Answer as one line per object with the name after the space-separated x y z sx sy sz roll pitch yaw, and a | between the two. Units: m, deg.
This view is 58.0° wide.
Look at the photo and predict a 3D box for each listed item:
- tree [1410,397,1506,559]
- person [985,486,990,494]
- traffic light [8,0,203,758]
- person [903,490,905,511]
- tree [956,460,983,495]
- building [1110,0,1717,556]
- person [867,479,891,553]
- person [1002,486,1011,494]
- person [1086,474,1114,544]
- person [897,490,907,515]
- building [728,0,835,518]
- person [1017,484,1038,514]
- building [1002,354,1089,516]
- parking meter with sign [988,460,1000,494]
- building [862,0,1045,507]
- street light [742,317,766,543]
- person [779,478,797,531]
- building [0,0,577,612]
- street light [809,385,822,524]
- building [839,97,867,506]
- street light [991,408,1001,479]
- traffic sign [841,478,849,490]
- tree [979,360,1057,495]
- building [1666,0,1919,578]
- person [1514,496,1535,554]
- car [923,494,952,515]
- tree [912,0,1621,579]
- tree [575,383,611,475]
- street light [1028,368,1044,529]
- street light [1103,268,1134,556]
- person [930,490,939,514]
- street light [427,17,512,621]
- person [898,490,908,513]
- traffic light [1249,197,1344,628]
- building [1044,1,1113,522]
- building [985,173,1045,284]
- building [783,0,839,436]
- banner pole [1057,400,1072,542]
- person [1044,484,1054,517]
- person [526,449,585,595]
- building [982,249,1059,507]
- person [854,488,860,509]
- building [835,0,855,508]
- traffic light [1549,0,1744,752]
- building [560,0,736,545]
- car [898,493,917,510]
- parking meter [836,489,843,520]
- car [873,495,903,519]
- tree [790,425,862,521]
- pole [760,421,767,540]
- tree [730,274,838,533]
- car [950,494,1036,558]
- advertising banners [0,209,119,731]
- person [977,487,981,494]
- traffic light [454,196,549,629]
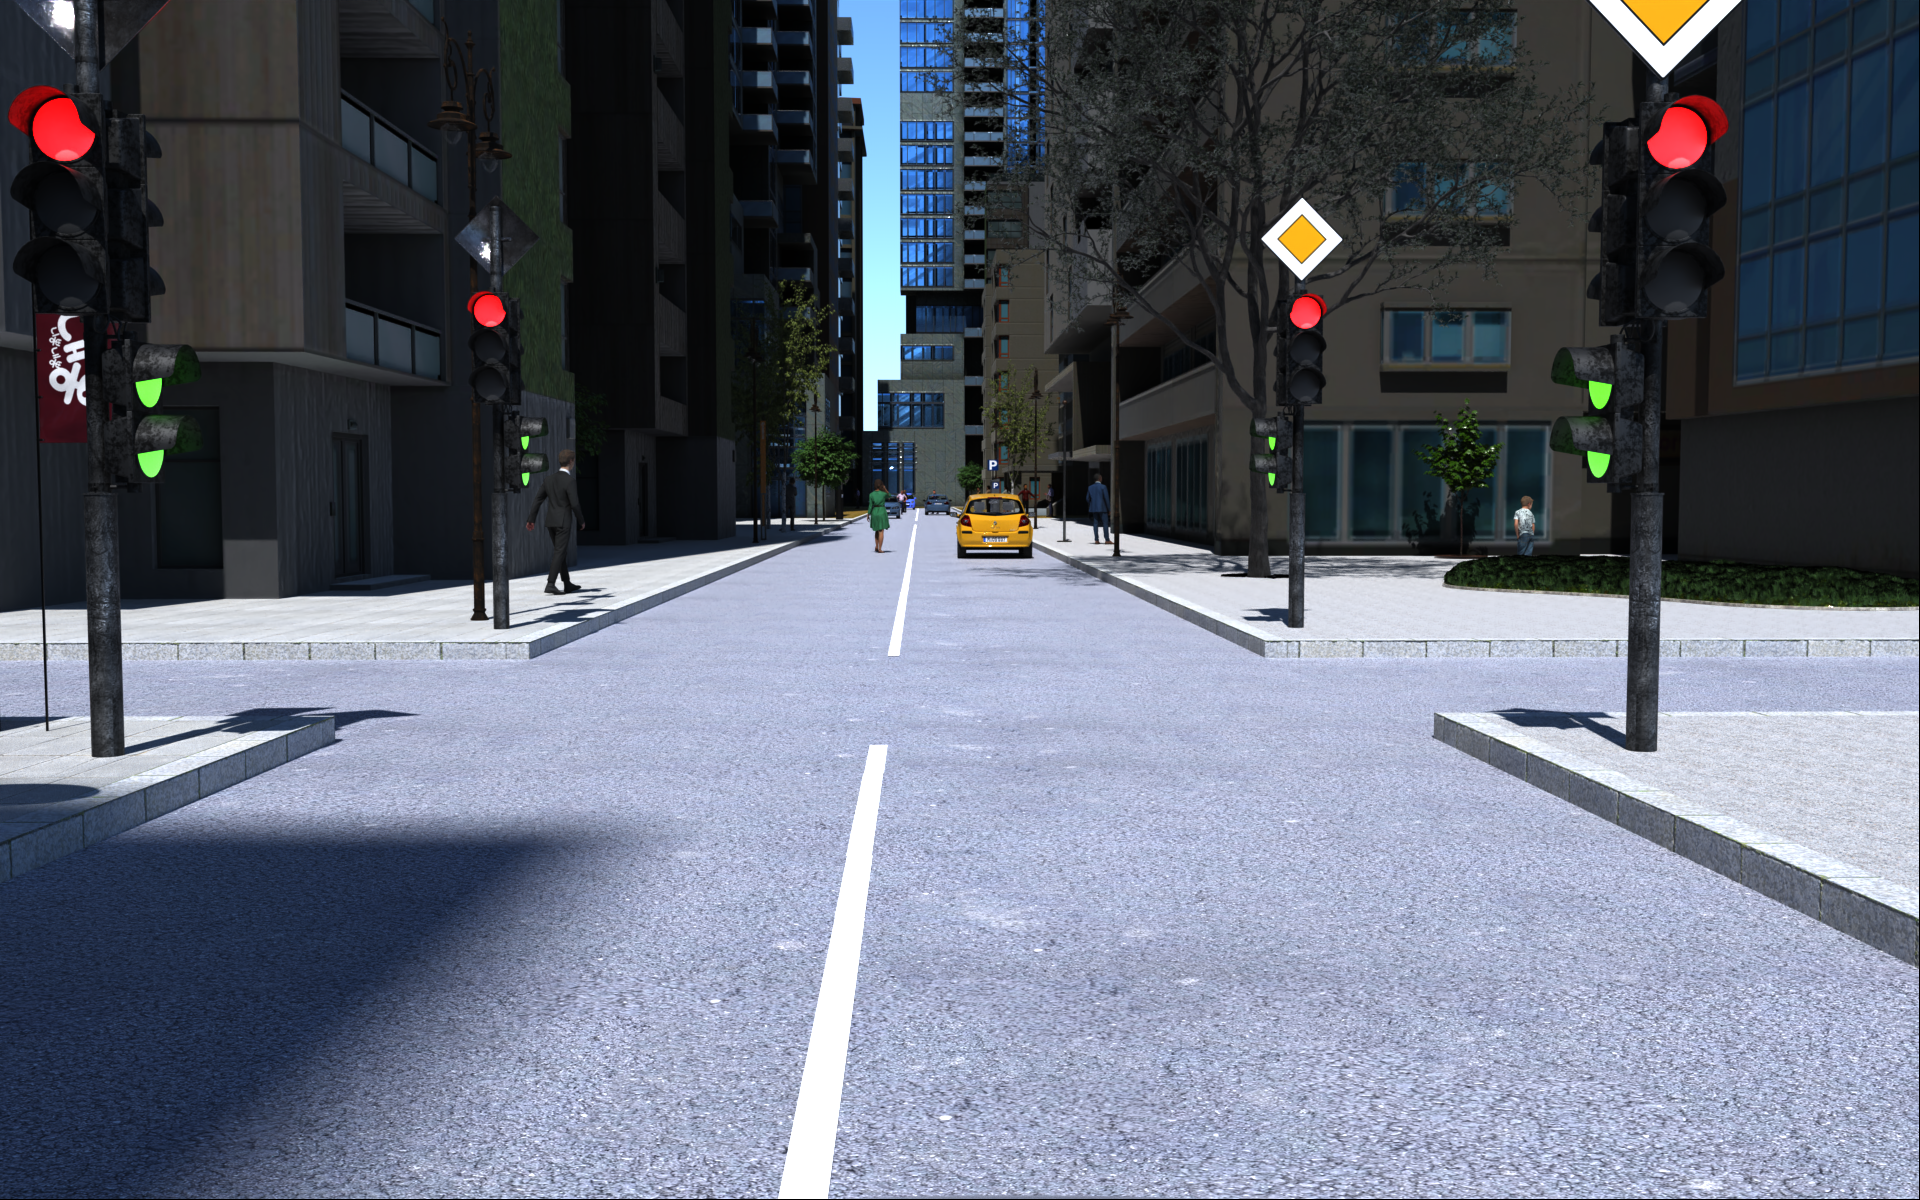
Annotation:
10.100 -2.438 34.462 1.663 3.219 1.824 0 3 0 | tree
1.762 -6.258 108.374 0.705 1.823 1.348 3 4 36 | person
-4.163 -1.190 8.379 0.839 4.253 0.868 0 4 -1 | traffic light
-4.496 -8.046 140.773 0.721 1.735 1.217 -1 4 -15 | person
1.212 -11.305 168.549 4.285 4.588 4.351 0 3 0 | tree
15.820 -25.775 45.124 21.300 48.544 21.600 0 4 -1 | building
-1.989 -2.052 42.294 0.600 1.795 0.529 0 4 3 | person
2.427 -5.278 93.124 1.217 1.735 0.721 -2 4 -35 | person
3.571 -2.319 44.144 0.721 1.800 0.419 2 4 25 | person
-4.082 -6.824 121.008 0.756 1.711 0.436 0 4 5 | person
-18.697 -48.467 105.106 22.319 86.520 31.000 0 4 -1 | building
3.585 -5.423 94.667 1.348 1.831 0.705 -1 4 -14 | person
19.058 -25.571 109.973 32.217 40.220 23.993 0 4 -1 | building
1.739 -5.558 87.127 0.543 3.016 1.738 0 4 -5 | parking meter with sign
5.289 -53.386 185.540 31.000 86.520 22.319 0 4 -1 | building
-5.368 -4.436 45.317 0.468 5.910 1.993 0 4 -1 | street light
-6.018 -3.351 60.637 0.655 1.846 0.447 -1 4 -12 | person
-13.715 -20.743 22.750 14.154 41.232 14.086 0 4 -1 | building
-6.113 -6.155 73.426 0.468 5.910 1.993 0 4 -1 | street light
-24.631 -32.493 185.882 28.867 44.769 22.147 0 4 -1 | building
1.895 -7.251 91.334 0.468 5.910 1.993 0 4 -1 | street light
-6.144 -5.499 90.014 0.768 2.556 0.104 1 4 8 | traffic sign
3.139 -8.906 95.970 4.737 8.622 4.395 0 3 0 | tree
20.609 -22.921 24.869 14.200 45.320 14.600 0 4 -1 | building
8.756 -0.990 26.910 0.332 1.250 0.352 2 4 28 | person
-1.551 -6.550 119.088 2.014 1.417 4.499 0 4 -2 | car
4.475 -7.087 26.250 12.009 13.543 11.850 0 3 0 | tree
-9.015 -3.167 35.492 4.285 4.588 4.351 0 3 0 | tree
2.776 -5.546 63.465 0.468 5.910 1.993 0 4 -1 | street light
3.229 -3.837 35.520 0.468 5.910 1.993 0 4 -1 | street light
-1.821 -7.014 124.103 0.530 1.710 0.541 -2 4 -25 | person
-4.889 -2.731 17.447 0.468 5.910 1.993 0 4 -1 | street light
-4.366 -7.653 134.149 0.721 1.766 1.217 2 4 35 | person
3.214 -1.690 16.549 0.839 4.253 0.868 0 4 -1 | traffic light
18.113 -29.866 77.542 28.713 52.752 27.495 0 4 -1 | building
9.184 -23.660 158.549 14.160 30.474 14.107 0 4 -1 | building
-16.326 -29.289 128.981 14.600 45.320 14.200 0 4 -1 | building
2.807 -3.459 46.580 0.401 3.779 0.863 0 4 2 | banner pole
4.899 -5.527 96.279 0.599 1.838 0.709 1 4 14 | person
-5.074 -1.001 22.188 0.659 1.850 0.755 2 4 34 | person
16.049 -17.875 137.296 27.650 21.520 28.899 0 4 -1 | building
-9.064 -8.881 151.120 0.599 1.838 0.709 1 4 9 | person
-24.746 -32.601 152.642 30.456 49.044 23.786 0 4 -1 | building
3.396 -1.202 8.566 0.839 4.253 0.868 0 4 -1 | traffic light
-13.728 -16.724 45.139 14.160 30.474 14.107 0 4 -1 | building
-4.980 -9.183 159.728 1.945 1.707 3.694 0 4 -2 | car
-6.044 -4.801 86.914 0.372 1.533 0.369 0 3 0 | parking meter
-4.396 -5.525 102.336 2.014 1.417 4.499 0 4 -2 | car
-6.340 -5.988 81.620 4.285 4.588 4.351 0 3 0 | tree
-5.480 -3.325 48.200 0.158 3.312 0.155 0 3 0 | pole
-6.105 -6.565 57.708 4.737 8.622 4.395 0 3 0 | tree
0.769 -1.821 39.993 2.015 1.641 3.980 0 4 0 | car
-5.451 -0.798 9.227 2.074 3.025 0.090 0 4 -5 | advertising banners
1.452 -8.002 136.976 0.705 1.812 1.348 -1 4 -20 | person
-4.345 -1.678 16.362 0.839 4.253 0.868 0 4 -1 | traffic light
